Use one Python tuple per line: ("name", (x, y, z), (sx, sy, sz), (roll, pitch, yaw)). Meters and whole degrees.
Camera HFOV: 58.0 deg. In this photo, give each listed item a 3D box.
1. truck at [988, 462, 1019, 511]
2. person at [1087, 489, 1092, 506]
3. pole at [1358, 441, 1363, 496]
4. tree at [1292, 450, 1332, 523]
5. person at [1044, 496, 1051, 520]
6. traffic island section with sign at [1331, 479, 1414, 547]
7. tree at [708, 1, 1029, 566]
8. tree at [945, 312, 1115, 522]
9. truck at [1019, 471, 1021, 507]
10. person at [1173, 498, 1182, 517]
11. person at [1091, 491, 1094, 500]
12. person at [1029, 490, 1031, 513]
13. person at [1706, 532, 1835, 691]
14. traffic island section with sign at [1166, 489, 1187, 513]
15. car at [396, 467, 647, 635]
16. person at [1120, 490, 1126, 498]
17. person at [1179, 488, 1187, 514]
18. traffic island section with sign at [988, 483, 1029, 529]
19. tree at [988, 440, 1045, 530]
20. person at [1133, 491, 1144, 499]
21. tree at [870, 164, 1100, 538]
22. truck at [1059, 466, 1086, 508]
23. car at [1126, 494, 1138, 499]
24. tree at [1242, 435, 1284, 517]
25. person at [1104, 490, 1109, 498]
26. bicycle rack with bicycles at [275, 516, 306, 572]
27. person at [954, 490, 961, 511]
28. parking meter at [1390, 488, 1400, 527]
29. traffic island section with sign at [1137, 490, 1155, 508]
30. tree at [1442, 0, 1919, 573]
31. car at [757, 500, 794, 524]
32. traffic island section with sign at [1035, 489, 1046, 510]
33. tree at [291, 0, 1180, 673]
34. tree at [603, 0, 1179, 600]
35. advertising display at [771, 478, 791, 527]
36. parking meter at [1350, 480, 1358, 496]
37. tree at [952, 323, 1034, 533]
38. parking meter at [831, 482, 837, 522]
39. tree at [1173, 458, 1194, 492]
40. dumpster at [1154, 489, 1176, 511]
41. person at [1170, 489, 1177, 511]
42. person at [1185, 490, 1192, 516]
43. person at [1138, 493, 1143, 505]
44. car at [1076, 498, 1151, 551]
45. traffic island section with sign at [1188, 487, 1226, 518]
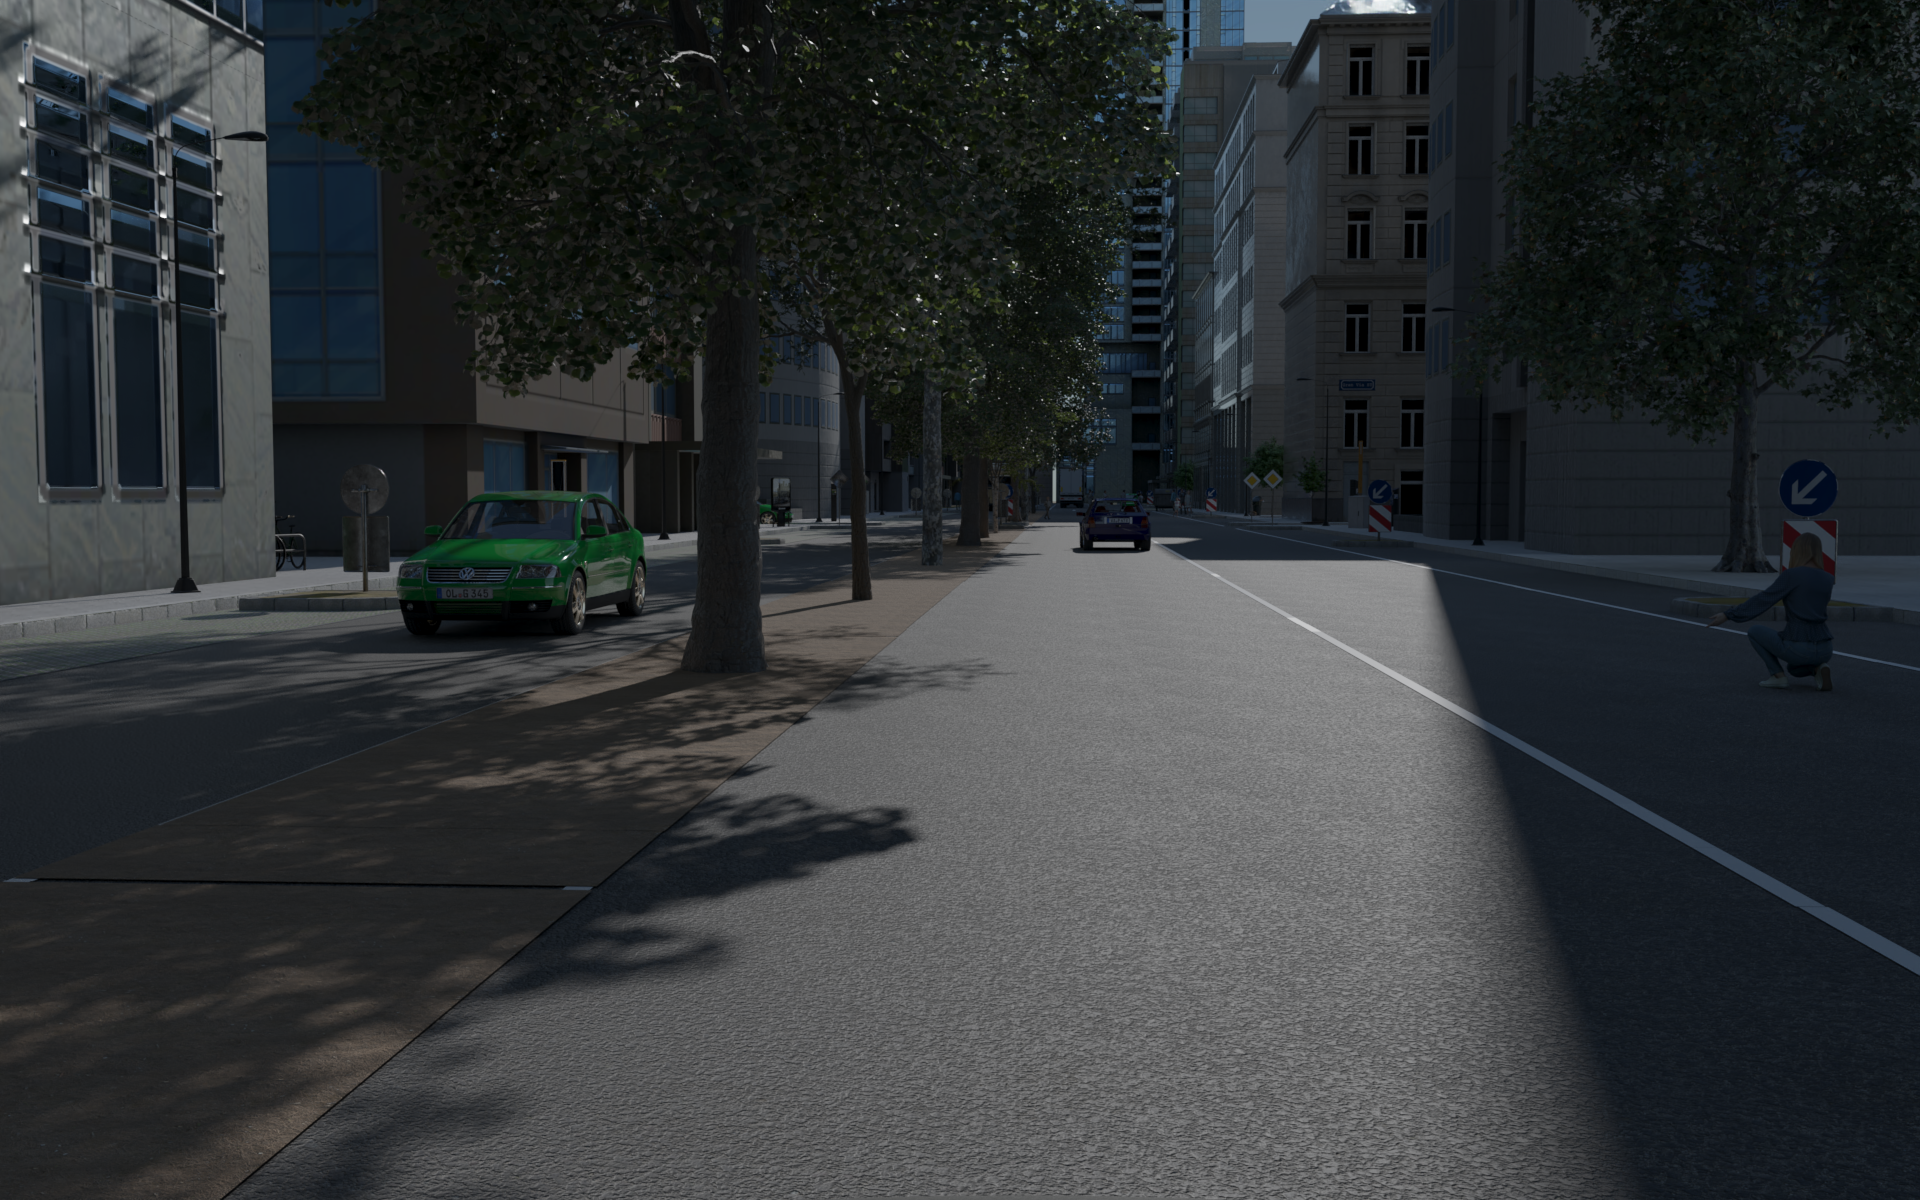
("truck", (3.478, -9.628, 146.338), (2.839, 4.237, 11.283), (0, 4, 5))
("person", (9.739, -7.447, 130.433), (0.466, 1.800, 0.511), (-1, 4, -19))
("pole", (15.348, -4.439, 66.413), (0.158, 3.312, 0.155), (0, 3, 0))
("tree", (15.638, -5.019, 76.665), (1.663, 3.219, 1.824), (0, 3, 0))
("person", (4.956, -5.190, 97.626), (0.475, 1.303, 0.640), (-3, 5, -41))
("traffic island section with sign", (11.281, -2.381, 47.559), (1.989, 1.847, 2.006), (0, 4, 4))
("tree", (-1.715, -10.800, 34.931), (12.611, 20.169, 13.585), (0, 3, 0))
("tree", (2.589, -9.947, 82.102), (9.611, 12.733, 9.660), (0, 3, 0))
("truck", (5.833, -12.535, 193.862), (2.839, 4.237, 11.283), (0, 4, 5))
("person", (13.309, -5.663, 106.097), (0.505, 1.210, 0.382), (0, 4, -5))
("person", (15.750, -12.105, 206.396), (0.705, 1.826, 1.348), (0, 4, -5))
("person", (5.249, -7.536, 132.265), (0.362, 1.759, 0.519), (3, 5, 44))
("person", (6.069, 0.072, 12.824), (1.012, 1.151, 0.738), (0, 4, -4))
("traffic island section with sign", (16.450, -7.409, 129.764), (1.989, 1.847, 2.006), (0, 4, 4))
("car", (-4.693, -0.626, 19.031), (1.959, 1.807, 4.718), (0, 4, 2))
("person", (13.216, -8.029, 140.049), (0.678, 1.792, 0.850), (3, 5, 42))
("person", (15.777, -6.971, 122.275), (0.655, 1.846, 0.447), (-1, 4, -9))
("traffic island section with sign", (2.128, -4.314, 78.666), (2.006, 1.907, 1.989), (0, 4, 4))
("tree", (1.386, -7.026, 67.696), (4.737, 8.622, 4.395), (0, 3, 0))
("person", (16.628, -9.289, 161.191), (1.217, 1.723, 0.721), (-1, 4, -14))
("tree", (0.666, -8.306, 56.388), (7.486, 12.596, 7.792), (0, 3, 0))
("truck", (11.760, -11.783, 181.557), (2.839, 4.237, 11.283), (0, 4, 5))
("car", (16.142, -9.518, 164.414), (1.959, 1.807, 4.718), (0, 4, 3))
("tree", (17.361, -6.859, 95.866), (4.285, 4.588, 4.351), (0, 3, 0))
("person", (12.487, -8.493, 147.927), (0.524, 1.755, 0.480), (0, 4, 4))
("bicycle rack with bicycles", (-11.967, -0.935, 28.674), (2.852, 0.926, 2.925), (2, 4, 24))
("person", (-0.190, -8.292, 144.413), (0.601, 1.785, 0.444), (-1, 4, -14))
("parking meter", (17.079, -3.650, 68.092), (0.372, 1.533, 0.369), (0, 3, 0))
("traffic island section with sign", (19.594, -10.473, 179.867), (1.989, 1.847, 2.006), (0, 4, 4))
("tree", (12.827, -6.803, 28.242), (9.611, 12.733, 9.660), (0, 3, 0))
("car", (-9.614, -4.073, 75.382), (4.718, 1.807, 1.959), (0, 4, 3))
("traffic island section with sign", (6.830, -8.900, 153.657), (2.006, 1.907, 1.989), (0, 4, 4))
("tree", (-1.914, -6.400, 13.759), (9.857, 13.997, 8.962), (0, 3, 0))
("tree", (-1.276, -5.292, 23.395), (8.767, 10.594, 7.601), (0, 4, 4))
("advertising display", (-7.046, -3.848, 68.129), (0.123, 1.923, 0.974), (3, 5, 40))
("parking meter", (15.967, -3.934, 70.026), (0.399, 1.863, 0.255), (-3, 5, -42))
("tree", (1.307, -6.742, 63.052), (4.360, 8.622, 3.978), (0, 3, 0))
("parking meter", (-5.884, -4.591, 80.776), (0.255, 1.863, 0.399), (0, 4, -7))
("tree", (20.831, -10.598, 156.991), (4.285, 4.588, 4.351), (0, 3, 0))
("dumpster", (17.014, -8.279, 143.574), (1.865, 1.857, 1.264), (0, 4, 3))
("person", (17.077, -7.919, 137.996), (0.620, 1.820, 0.660), (3, 5, 42))
("person", (14.846, -6.295, 112.432), (0.512, 1.701, 0.522), (0, 4, 6))
("person", (15.642, -8.522, 150.433), (0.503, 1.515, 0.523), (-1, 4, -15))
("car", (4.025, -1.998, 45.254), (1.945, 1.354, 3.894), (0, 4, 2))
("traffic island section with sign", (14.756, -5.764, 102.862), (1.989, 1.847, 2.006), (0, 4, 4))
